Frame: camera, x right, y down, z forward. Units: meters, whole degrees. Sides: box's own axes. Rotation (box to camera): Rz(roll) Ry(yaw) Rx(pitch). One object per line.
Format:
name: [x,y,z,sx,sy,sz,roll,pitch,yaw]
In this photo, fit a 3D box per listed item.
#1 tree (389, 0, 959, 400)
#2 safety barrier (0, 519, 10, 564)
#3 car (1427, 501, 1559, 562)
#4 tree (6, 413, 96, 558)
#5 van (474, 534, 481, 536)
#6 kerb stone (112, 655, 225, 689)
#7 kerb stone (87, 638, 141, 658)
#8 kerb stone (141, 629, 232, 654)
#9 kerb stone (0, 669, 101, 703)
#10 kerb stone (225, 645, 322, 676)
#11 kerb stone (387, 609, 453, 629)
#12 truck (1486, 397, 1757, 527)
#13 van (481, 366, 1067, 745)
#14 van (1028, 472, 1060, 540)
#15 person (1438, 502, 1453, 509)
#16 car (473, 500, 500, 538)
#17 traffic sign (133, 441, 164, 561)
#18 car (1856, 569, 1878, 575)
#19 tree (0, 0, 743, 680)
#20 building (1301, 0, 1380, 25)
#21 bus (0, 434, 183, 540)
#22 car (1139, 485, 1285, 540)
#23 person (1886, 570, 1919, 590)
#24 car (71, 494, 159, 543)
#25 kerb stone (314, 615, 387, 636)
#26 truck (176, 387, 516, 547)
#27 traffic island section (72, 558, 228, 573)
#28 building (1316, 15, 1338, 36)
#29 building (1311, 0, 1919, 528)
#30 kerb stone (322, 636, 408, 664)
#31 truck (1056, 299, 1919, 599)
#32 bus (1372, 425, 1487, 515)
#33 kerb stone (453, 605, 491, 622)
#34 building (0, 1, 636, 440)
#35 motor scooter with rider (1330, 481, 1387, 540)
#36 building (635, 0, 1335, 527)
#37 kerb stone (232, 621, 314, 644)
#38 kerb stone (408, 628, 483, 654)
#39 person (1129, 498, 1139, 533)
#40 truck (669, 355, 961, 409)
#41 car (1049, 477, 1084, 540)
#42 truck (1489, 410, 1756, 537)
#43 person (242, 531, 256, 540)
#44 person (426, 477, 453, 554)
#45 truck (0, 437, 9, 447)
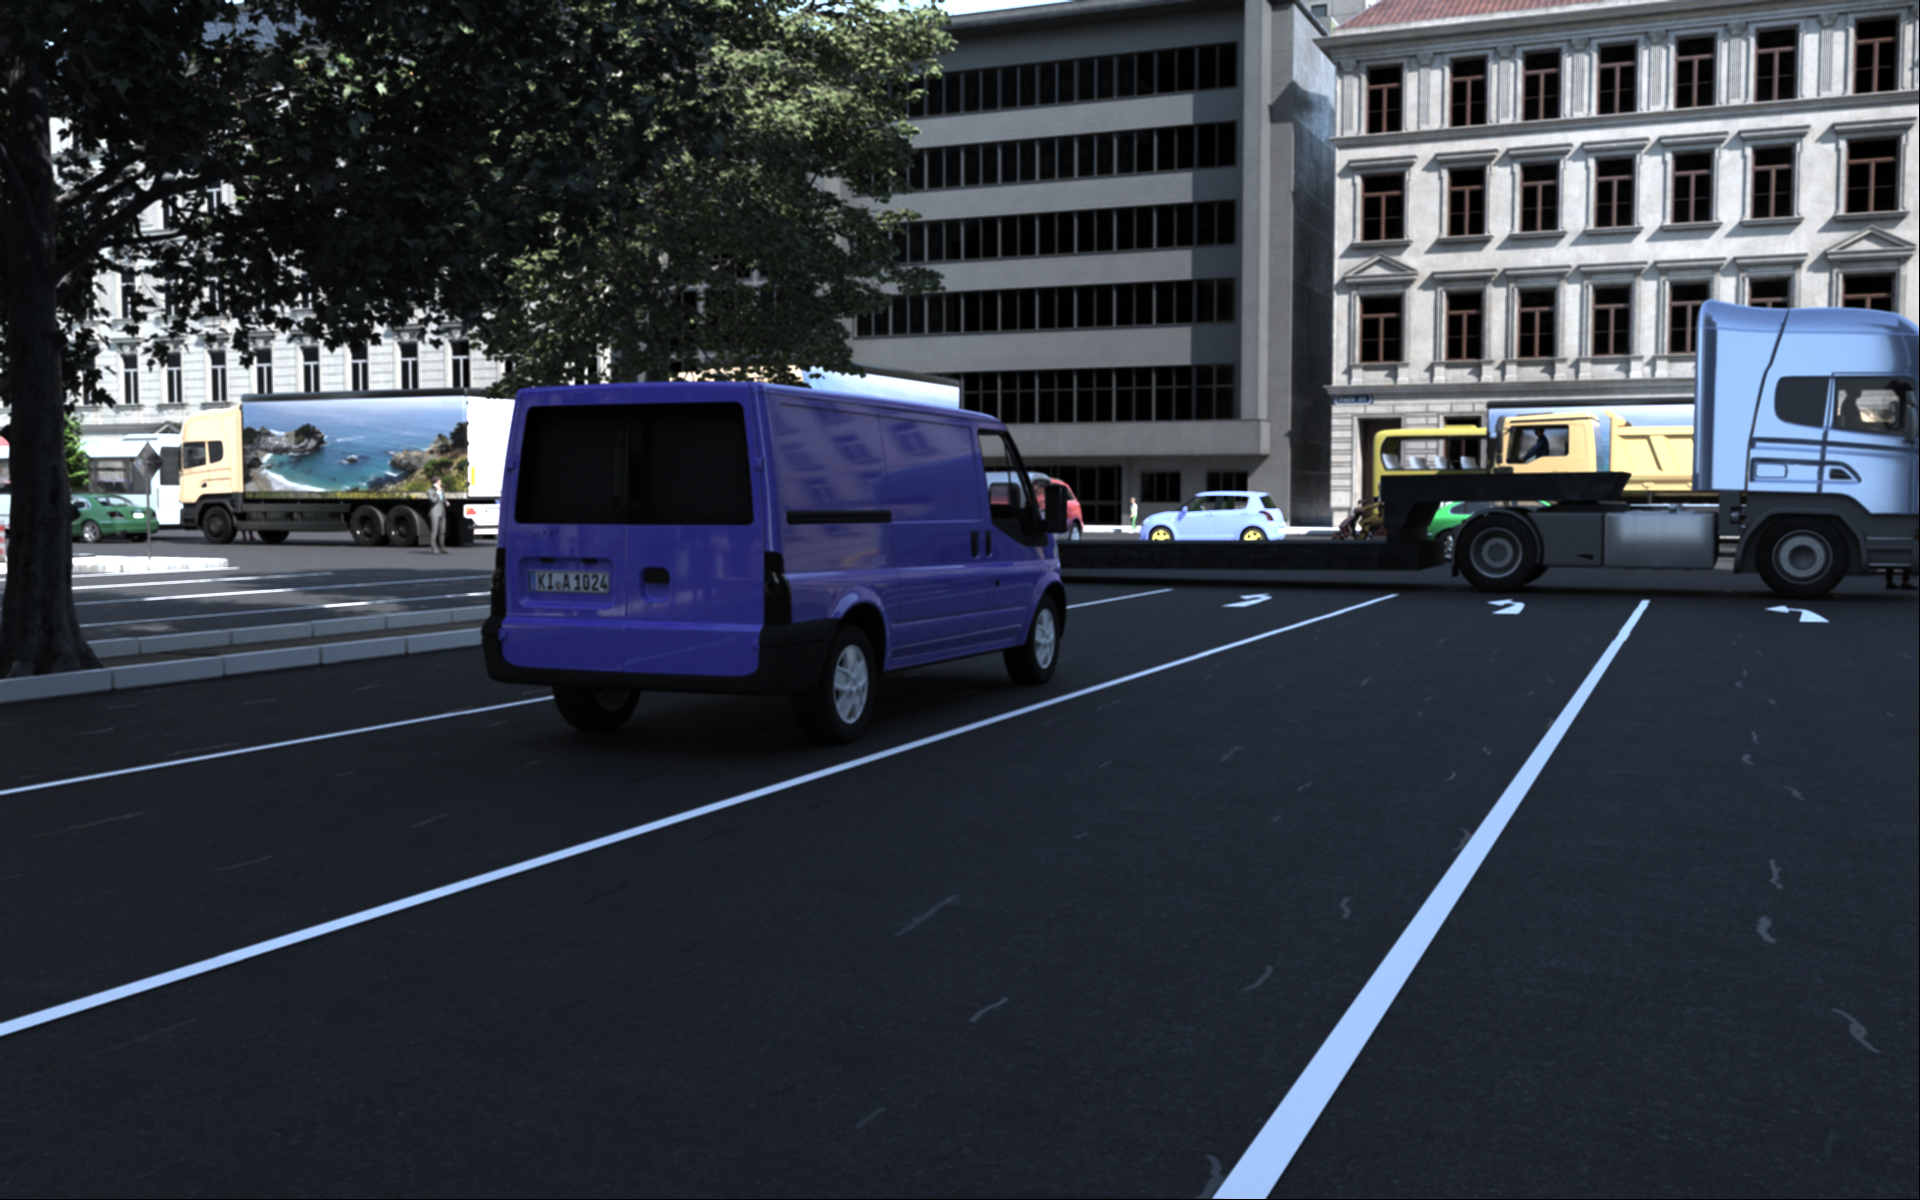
tree: [-3.566,-6.133,20.856,7.486,12.596,7.792,0,3,0]
safety barrier: [-17.704,-1.081,31.955,0.300,0.817,1.120,2,4,24]
car: [11.999,-1.717,36.876,4.718,1.807,1.959,2,4,25]
tree: [-18.114,-2.482,35.190,1.663,3.219,1.824,0,3,0]
van: [-17.890,-3.176,58.935,4.112,2.044,2.013,2,4,24]
kerb stone: [-6.049,0.552,13.175,0.120,0.150,1.000,2,4,24]
kerb stone: [-7.559,0.442,14.965,0.120,0.150,1.000,2,4,24]
kerb stone: [-7.150,0.392,15.909,0.120,0.150,1.000,2,4,24]
kerb stone: [-6.464,0.610,12.230,0.120,0.150,1.000,2,4,24]
kerb stone: [-5.641,0.494,14.126,0.120,0.150,1.000,2,4,24]
kerb stone: [-5.895,0.211,18.752,0.120,0.150,1.000,2,4,24]
truck: [21.469,-3.800,51.040,11.283,4.237,2.839,2,4,25]
van: [-0.855,-0.450,11.741,2.240,2.365,5.245,1,4,22]
van: [-0.226,-1.569,32.659,4.112,2.044,2.013,1,4,23]
person: [13.420,-2.351,47.430,0.782,1.767,0.515,-2,4,-32]
car: [-14.423,-2.632,55.403,4.827,1.381,2.083,2,4,24]
traffic sign: [-15.450,-1.793,32.964,0.795,2.450,0.064,2,4,24]
car: [17.370,-1.114,30.790,3.894,1.354,1.945,2,4,25]
tree: [-6.935,-5.715,12.901,9.611,12.733,9.660,0,3,0]
building: [32.027,-44.935,172.937,20.611,71.187,20.563,2,4,24]
bus: [-30.050,-3.787,56.770,13.247,3.499,2.948,2,4,24]
car: [6.448,-2.132,44.457,3.694,1.707,1.945,1,4,22]
person: [14.196,-0.988,26.114,0.566,1.644,0.517,2,4,35]
car: [-26.233,-2.448,51.827,4.920,1.459,2.131,2,4,24]
kerb stone: [-6.314,0.268,17.808,0.120,0.150,1.000,2,4,24]
truck: [-17.577,-3.663,48.807,11.283,4.237,2.839,2,4,24]
traffic island section: [-15.474,-0.658,33.036,2.009,0.180,2.903,2,4,24]
building: [23.838,-28.331,146.809,14.154,41.232,14.086,2,4,24]
building: [24.990,-14.024,65.449,21.152,22.565,11.583,2,4,24]
kerb stone: [-5.222,0.436,15.065,0.120,0.150,1.000,2,4,24]
truck: [5.434,-2.296,27.301,18.799,4.110,2.967,2,4,24]
bus: [19.604,-3.913,55.517,12.252,3.916,2.896,2,4,25]
kerb stone: [-5.485,0.153,19.695,0.120,0.150,1.000,2,4,24]
building: [-32.873,-19.334,92.531,44.131,29.872,17.030,2,4,24]
motor scooter with rider: [9.470,-1.887,39.824,1.986,1.779,0.876,2,4,25]
building: [1.187,-15.784,77.135,30.058,24.678,14.314,2,4,24]
kerb stone: [-6.731,0.333,16.857,0.120,0.150,1.000,2,4,24]
kerb stone: [-4.802,0.381,16.012,0.120,0.150,1.000,2,4,24]
person: [6.464,-3.154,64.309,0.306,1.304,0.590,3,5,44]
truck: [-3.241,-2.971,37.489,2.839,4.237,11.283,1,4,22]
car: [1.155,-1.841,38.779,2.281,1.827,5.304,1,4,23]
truck: [16.673,-2.737,40.680,9.791,3.379,3.469,2,4,24]
person: [-22.118,-2.658,53.823,0.647,1.594,0.662,-1,4,-14]
person: [-12.369,-2.015,41.250,0.447,1.846,0.655,1,4,22]
truck: [-44.100,-5.227,74.380,11.283,4.237,2.839,1,4,22]
